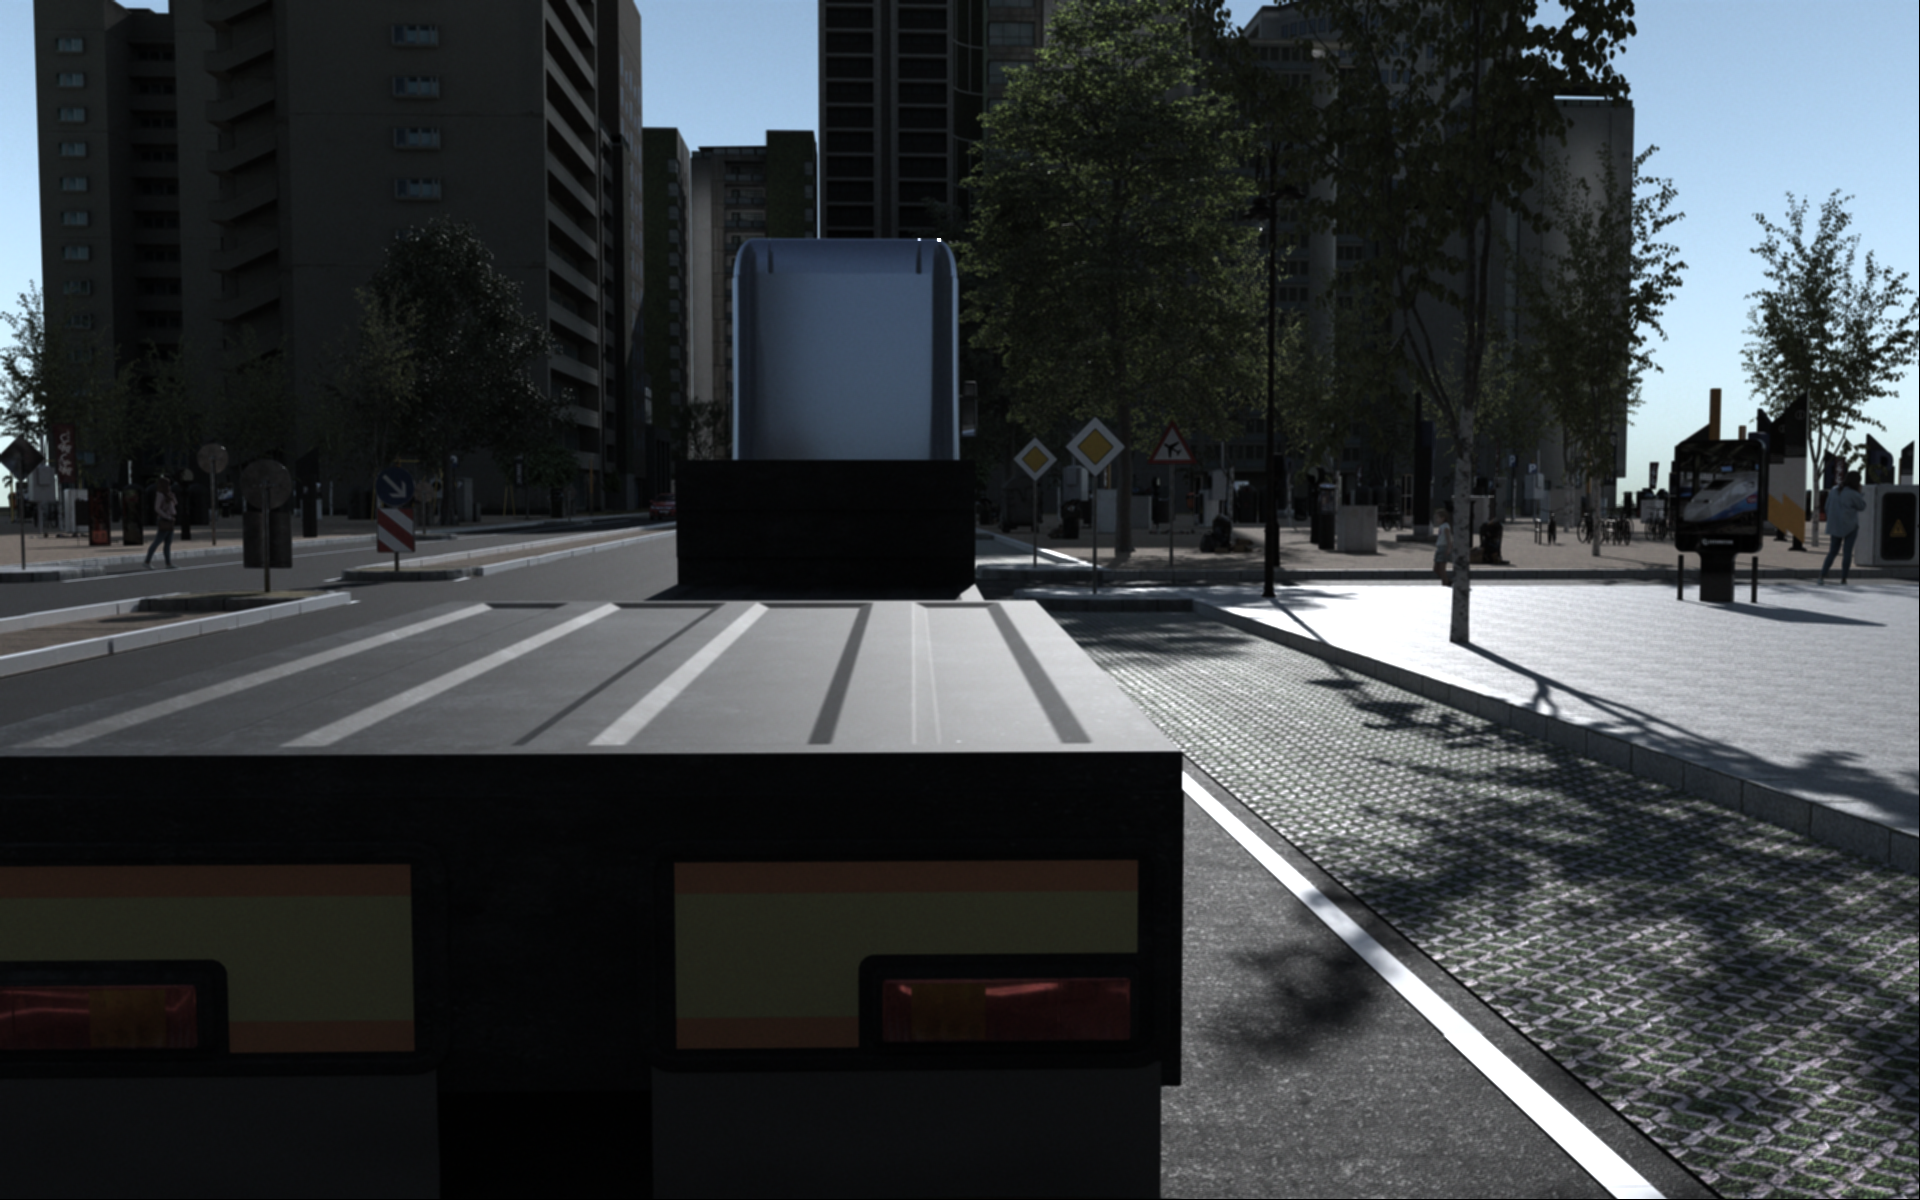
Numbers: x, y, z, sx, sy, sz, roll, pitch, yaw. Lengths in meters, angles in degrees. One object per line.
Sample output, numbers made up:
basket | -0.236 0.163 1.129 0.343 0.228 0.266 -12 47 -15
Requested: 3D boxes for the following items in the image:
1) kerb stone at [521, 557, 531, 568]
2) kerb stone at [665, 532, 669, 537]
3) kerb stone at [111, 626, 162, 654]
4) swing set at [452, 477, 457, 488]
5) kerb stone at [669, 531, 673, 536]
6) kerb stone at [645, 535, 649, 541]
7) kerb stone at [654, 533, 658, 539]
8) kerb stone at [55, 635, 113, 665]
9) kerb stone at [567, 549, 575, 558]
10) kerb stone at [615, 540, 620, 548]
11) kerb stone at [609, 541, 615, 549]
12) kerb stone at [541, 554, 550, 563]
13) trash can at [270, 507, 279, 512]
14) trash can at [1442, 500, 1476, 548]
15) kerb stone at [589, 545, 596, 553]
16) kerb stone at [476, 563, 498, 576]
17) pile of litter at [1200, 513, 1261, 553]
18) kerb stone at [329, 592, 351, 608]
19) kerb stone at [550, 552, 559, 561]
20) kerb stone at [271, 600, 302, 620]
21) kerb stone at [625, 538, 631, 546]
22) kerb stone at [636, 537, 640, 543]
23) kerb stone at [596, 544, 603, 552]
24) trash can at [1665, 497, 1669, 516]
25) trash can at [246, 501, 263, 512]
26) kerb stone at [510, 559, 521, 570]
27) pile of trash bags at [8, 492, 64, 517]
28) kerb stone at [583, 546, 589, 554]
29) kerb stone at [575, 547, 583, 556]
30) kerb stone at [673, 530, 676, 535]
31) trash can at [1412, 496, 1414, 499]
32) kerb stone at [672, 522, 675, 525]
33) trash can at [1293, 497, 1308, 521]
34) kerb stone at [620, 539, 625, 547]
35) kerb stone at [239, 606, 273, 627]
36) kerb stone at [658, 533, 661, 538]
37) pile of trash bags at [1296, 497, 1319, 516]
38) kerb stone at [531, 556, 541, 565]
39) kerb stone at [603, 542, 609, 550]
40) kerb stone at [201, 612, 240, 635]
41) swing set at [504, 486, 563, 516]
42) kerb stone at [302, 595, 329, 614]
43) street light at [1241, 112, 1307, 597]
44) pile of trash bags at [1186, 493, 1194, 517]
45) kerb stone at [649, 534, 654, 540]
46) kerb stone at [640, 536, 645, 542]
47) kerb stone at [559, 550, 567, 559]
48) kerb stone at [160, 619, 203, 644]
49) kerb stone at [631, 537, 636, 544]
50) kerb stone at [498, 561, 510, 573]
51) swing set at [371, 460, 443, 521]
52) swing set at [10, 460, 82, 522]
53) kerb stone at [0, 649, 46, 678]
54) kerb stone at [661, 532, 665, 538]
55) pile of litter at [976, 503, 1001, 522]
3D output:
kerb stone | -8.622 -0.719 33.944 0.120 0.150 1.000 0 4 -3
kerb stone | -9.868 -2.157 57.512 0.120 0.150 1.000 0 4 -3
kerb stone | -7.659 0.380 15.985 0.120 0.150 1.000 0 4 -3
swing set | -30.855 -6.427 102.699 2.862 2.851 3.119 0 4 2
kerb stone | -9.918 -2.223 58.533 0.120 0.150 1.000 0 4 -3
kerb stone | -9.596 -1.844 52.384 0.120 0.150 1.000 0 4 -3
kerb stone | -9.702 -1.971 54.425 0.120 0.150 1.000 0 4 -3
kerb stone | -7.618 0.443 14.956 0.120 0.150 1.000 0 4 -3
kerb stone | -8.896 -1.027 39.063 0.120 0.150 1.000 0 4 -3
kerb stone | -9.272 -1.470 46.226 0.120 0.150 1.000 0 4 -3
kerb stone | -9.218 -1.407 45.202 0.120 0.150 1.000 0 4 -3
kerb stone | -8.718 -0.835 35.990 0.120 0.150 1.000 0 4 -3
trash can | -31.697 -4.171 79.844 0.748 1.137 0.748 0 3 0
trash can | 11.128 -1.649 38.616 0.748 1.137 0.748 0 3 0
kerb stone | -9.054 -1.215 42.137 0.120 0.150 1.000 0 4 -3
kerb stone | -8.447 -0.531 30.870 0.120 0.150 1.000 0 4 -3
pile of litter | 6.017 -1.491 38.343 1.719 0.858 1.176 -2 4 -28
kerb stone | -7.994 0.006 22.124 0.120 0.150 1.000 0 4 -3
kerb stone | -8.774 -0.906 37.010 0.120 0.150 1.000 0 4 -3
kerb stone | -7.881 0.130 20.078 0.120 0.150 1.000 0 4 -3
kerb stone | -9.376 -1.595 48.278 0.120 0.150 1.000 0 4 -3
kerb stone | -9.493 -1.717 50.332 0.120 0.150 1.000 0 4 -3
kerb stone | -9.098 -1.282 43.161 0.120 0.150 1.000 0 4 -3
trash can | 41.397 -5.454 100.820 0.748 1.137 0.748 0 3 0
trash can | -32.045 -4.092 78.552 0.748 1.137 0.748 0 3 0
kerb stone | -8.564 -0.656 32.923 0.120 0.150 1.000 0 4 -3
pile of trash bags | -51.290 -5.257 95.700 3.447 1.369 1.912 1 4 22
kerb stone | -8.999 -1.157 41.116 0.120 0.150 1.000 0 4 -3
kerb stone | -8.941 -1.095 40.094 0.120 0.150 1.000 0 4 -3
kerb stone | -9.976 -2.276 59.555 0.120 0.150 1.000 0 4 -3
trash can | 27.529 -5.695 104.763 0.748 1.137 0.748 0 3 0
kerb stone | -13.054 -3.404 77.846 0.120 0.150 1.000 0 4 -3
trash can | 16.322 -4.361 82.960 0.748 1.137 0.748 0 3 0
kerb stone | -9.332 -1.532 47.246 0.120 0.150 1.000 0 4 -3
kerb stone | -7.825 0.192 19.057 0.120 0.150 1.000 0 4 -3
kerb stone | -9.763 -2.034 55.446 0.120 0.150 1.000 0 4 -3
pile of trash bags | 19.742 -5.634 101.868 3.447 1.369 1.912 -2 4 -33
kerb stone | -8.667 -0.781 34.965 0.120 0.150 1.000 0 4 -3
kerb stone | -9.158 -1.343 44.182 0.120 0.150 1.000 0 4 -3
kerb stone | -7.771 0.255 18.037 0.120 0.150 1.000 0 4 -3
swing set | -25.085 -6.342 101.308 3.119 2.851 2.862 0 4 -2
kerb stone | -7.934 0.067 21.104 0.120 0.150 1.000 0 4 -3
street light | 3.851 -2.975 21.423 0.468 5.910 1.993 0 4 -3
pile of trash bags | 14.564 -5.489 99.497 3.447 1.369 1.912 -1 4 -19
kerb stone | -9.652 -1.907 53.405 0.120 0.150 1.000 0 4 -3
kerb stone | -9.540 -1.784 51.358 0.120 0.150 1.000 0 4 -3
kerb stone | -8.843 -0.969 38.039 0.120 0.150 1.000 0 4 -3
kerb stone | -7.717 0.317 17.012 0.120 0.150 1.000 0 4 -3
kerb stone | -9.437 -1.658 49.311 0.120 0.150 1.000 0 4 -3
kerb stone | -8.504 -0.590 31.891 0.120 0.150 1.000 0 4 -3
swing set | -25.800 -5.079 80.666 3.119 2.851 2.862 -2 4 -30
swing set | -42.265 -5.030 79.866 3.119 2.851 2.862 -2 4 -28
kerb stone | -7.554 0.508 13.936 0.120 0.150 1.000 0 4 -3
kerb stone | -9.818 -2.097 56.477 0.120 0.150 1.000 0 4 -3
pile of litter | 1.289 -4.075 80.592 1.719 0.858 1.176 -3 5 -45
